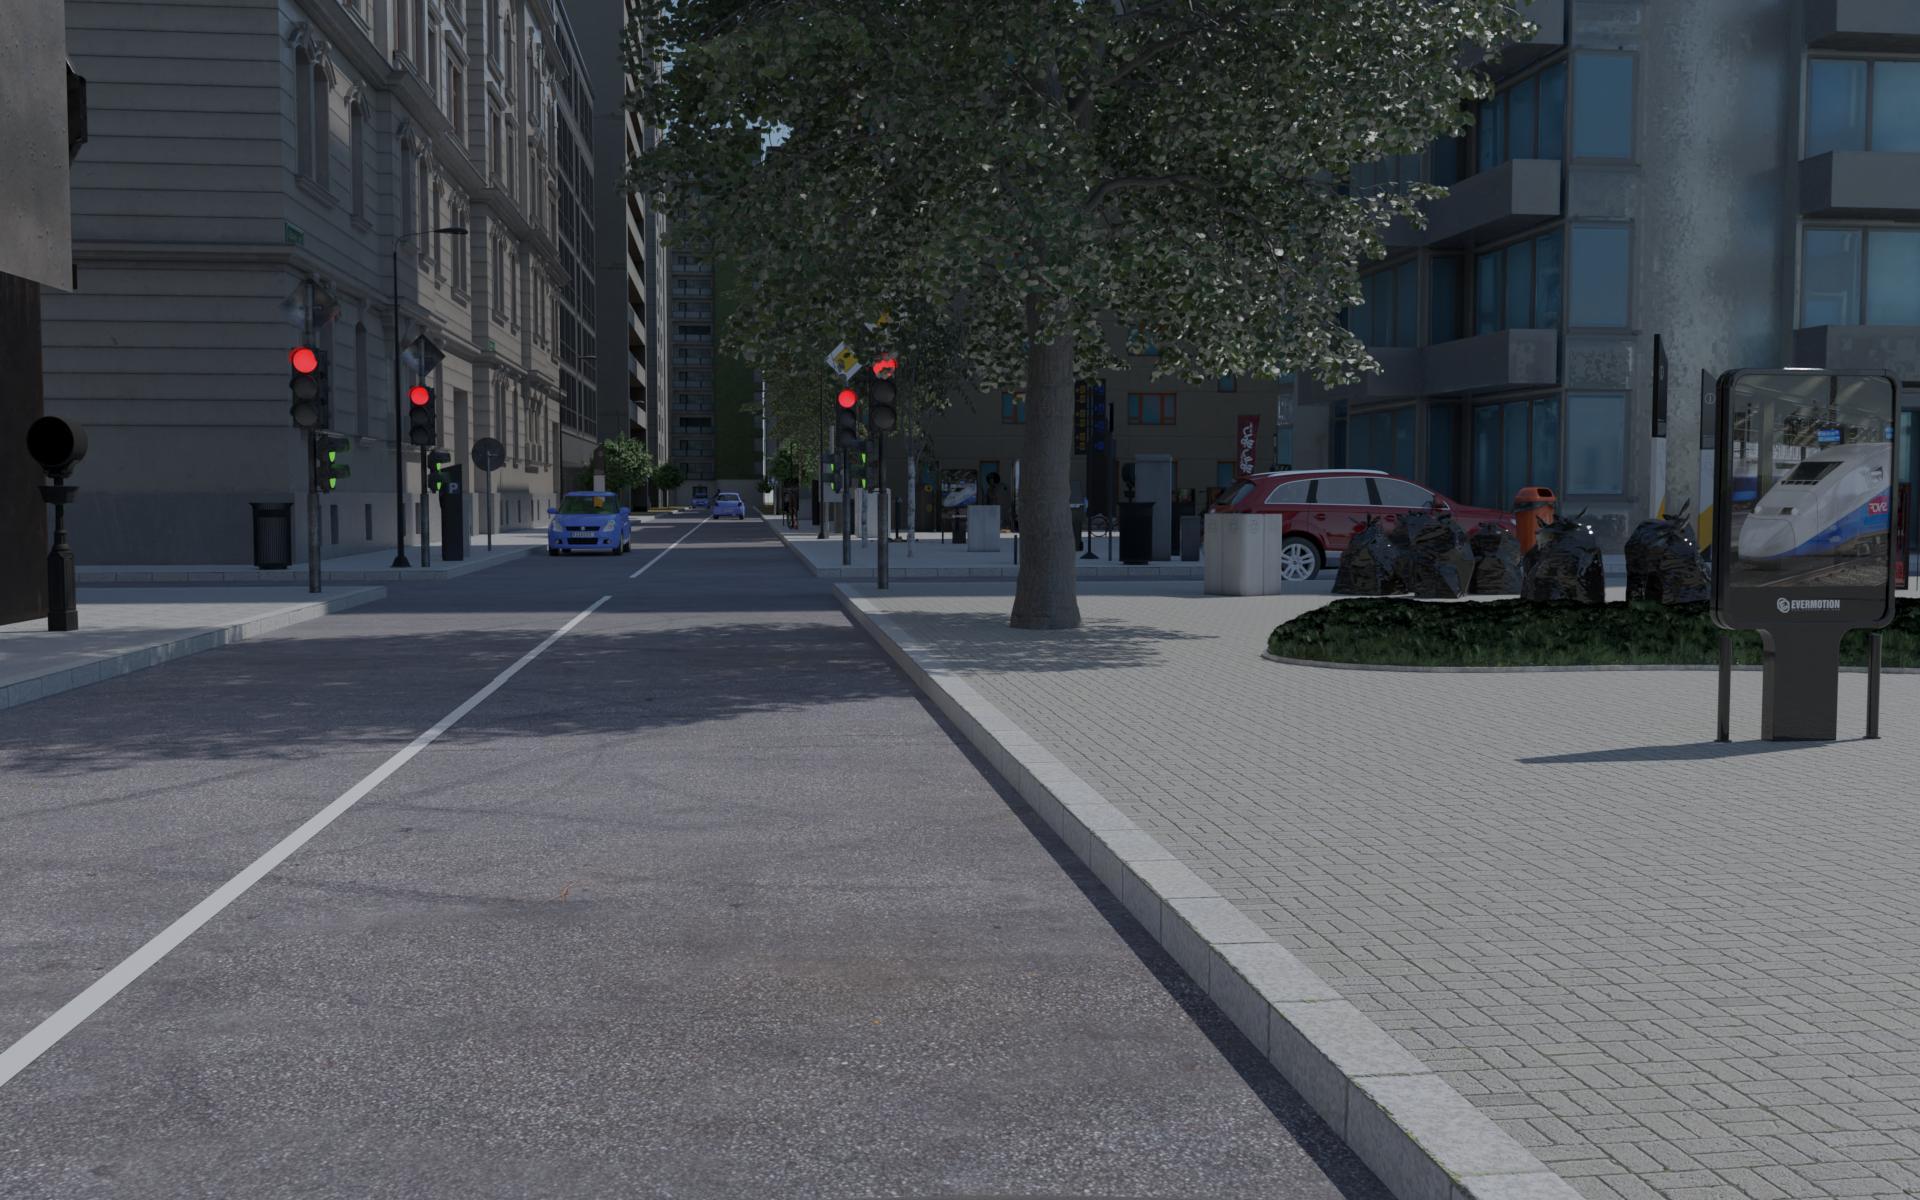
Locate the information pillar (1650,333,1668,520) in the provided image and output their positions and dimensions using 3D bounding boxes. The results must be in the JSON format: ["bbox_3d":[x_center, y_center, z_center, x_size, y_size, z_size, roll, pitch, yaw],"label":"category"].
[{"bbox_3d":[10.292,-2.090,25.531,0.183,3.616,0.504,3,4,37],"label":"information pillar"}]

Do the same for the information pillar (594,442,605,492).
[{"bbox_3d":[-16.040,-5.245,77.106,0.504,3.616,0.183,0,4,0],"label":"information pillar"}]

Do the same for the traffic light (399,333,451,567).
[{"bbox_3d":[-9.370,-2.532,30.314,0.839,4.253,0.868,0,4,-7],"label":"traffic light"}]

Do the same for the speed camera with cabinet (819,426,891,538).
[{"bbox_3d":[-3.081,-3.441,50.604,2.038,3.252,0.660,-1,4,-11],"label":"speed camera with cabinet"}]

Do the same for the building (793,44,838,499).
[{"bbox_3d":[-4.075,-21.028,115.504,14.160,30.474,14.107,0,4,-7],"label":"building"}]

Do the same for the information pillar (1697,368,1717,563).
[{"bbox_3d":[14.048,-2.509,32.373,0.504,3.616,0.183,0,4,-4],"label":"information pillar"}]

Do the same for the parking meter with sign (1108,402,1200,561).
[{"bbox_3d":[3.703,-2.251,33.071,1.738,3.016,0.543,0,4,2],"label":"parking meter with sign"}]

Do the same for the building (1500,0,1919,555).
[{"bbox_3d":[24.018,-26.067,45.811,30.456,49.044,23.786,0,4,-7],"label":"building"}]

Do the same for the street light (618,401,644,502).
[{"bbox_3d":[-16.492,-6.978,86.629,1.470,5.913,1.316,0,4,-7],"label":"street light"}]

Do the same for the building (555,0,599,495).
[{"bbox_3d":[-26.559,-18.011,87.988,14.314,27.812,24.014,0,4,-7],"label":"building"}]

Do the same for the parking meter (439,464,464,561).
[{"bbox_3d":[-9.756,-1.681,33.200,0.399,1.863,0.255,-2,4,-33],"label":"parking meter"}]

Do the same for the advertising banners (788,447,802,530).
[{"bbox_3d":[-5.942,-4.056,62.500,0.090,3.025,2.074,-1,4,-18],"label":"advertising banners"}]

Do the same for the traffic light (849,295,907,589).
[{"bbox_3d":[-1.062,-2.105,23.334,0.839,4.253,0.868,0,4,-7],"label":"traffic light"}]

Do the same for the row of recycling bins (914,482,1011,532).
[{"bbox_3d":[-0.017,-3.168,58.904,3.534,1.692,1.069,-1,4,-13],"label":"row of recycling bins"}]

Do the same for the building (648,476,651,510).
[{"bbox_3d":[-41.187,-27.155,135.872,32.217,40.220,23.993,0,4,-7],"label":"building"}]

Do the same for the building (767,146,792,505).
[{"bbox_3d":[-15.333,-31.446,197.740,14.086,41.232,14.154,0,4,-7],"label":"building"}]

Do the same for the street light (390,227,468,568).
[{"bbox_3d":[-9.252,-3.528,30.220,1.470,5.913,1.316,0,4,-7],"label":"street light"}]

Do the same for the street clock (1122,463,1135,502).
[{"bbox_3d":[3.935,-2.166,39.987,0.358,2.002,0.471,2,4,34],"label":"street clock"}]

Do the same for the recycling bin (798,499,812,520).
[{"bbox_3d":[-7.691,-4.471,85.663,0.722,1.027,0.722,-1,4,-9],"label":"recycling bin"}]

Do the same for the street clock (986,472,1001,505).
[{"bbox_3d":[1.069,-3.131,55.764,0.471,2.002,0.358,0,4,-1],"label":"street clock"}]

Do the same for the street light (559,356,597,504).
[{"bbox_3d":[-12.898,-5.248,58.342,1.470,5.913,1.316,0,4,-7],"label":"street light"}]

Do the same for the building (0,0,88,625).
[{"bbox_3d":[-17.116,-8.799,11.320,16.811,18.784,16.820,0,4,-7],"label":"building"}]

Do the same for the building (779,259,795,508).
[{"bbox_3d":[-0.007,-17.952,138.556,27.650,21.520,28.899,0,4,-7],"label":"building"}]

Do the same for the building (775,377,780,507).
[{"bbox_3d":[-3.761,-19.731,167.637,27.650,21.520,28.899,0,4,-7],"label":"building"}]

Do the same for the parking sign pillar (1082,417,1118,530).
[{"bbox_3d":[5.032,-4.476,61.662,1.447,3.967,1.447,-2,4,-29],"label":"parking sign pillar"}]

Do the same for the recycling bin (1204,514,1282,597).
[{"bbox_3d":[3.601,-0.581,22.061,0.722,1.027,0.722,-3,4,-37],"label":"recycling bin"}]

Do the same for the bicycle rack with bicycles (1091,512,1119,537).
[{"bbox_3d":[5.597,-2.366,52.059,2.925,0.926,2.852,1,4,22],"label":"bicycle rack with bicycles"}]

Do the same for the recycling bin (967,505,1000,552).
[{"bbox_3d":[0.525,-1.593,38.598,0.722,1.027,0.722,0,4,0],"label":"recycling bin"}]

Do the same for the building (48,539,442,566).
[{"bbox_3d":[-19.625,-15.501,40.825,14.401,28.519,23.554,0,4,-7],"label":"building"}]

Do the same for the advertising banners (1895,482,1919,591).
[{"bbox_3d":[12.668,-1.659,23.320,0.090,3.025,2.074,0,4,2],"label":"advertising banners"}]

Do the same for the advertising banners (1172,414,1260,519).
[{"bbox_3d":[5.710,-2.599,38.676,2.074,3.025,0.090,2,4,32],"label":"advertising banners"}]

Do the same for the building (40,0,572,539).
[{"bbox_3d":[-22.293,-16.929,64.186,14.401,28.519,23.554,0,4,-7],"label":"building"}]

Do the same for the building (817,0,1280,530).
[{"bbox_3d":[8.040,-14.228,77.670,27.650,21.520,28.899,0,4,-7],"label":"building"}]

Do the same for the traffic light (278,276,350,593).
[{"bbox_3d":[-8.362,-2.047,22.393,0.839,4.253,0.868,0,4,-7],"label":"traffic light"}]

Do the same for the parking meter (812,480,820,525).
[{"bbox_3d":[-5.909,-3.998,71.071,0.255,1.863,0.399,1,4,9],"label":"parking meter"}]

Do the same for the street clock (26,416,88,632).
[{"bbox_3d":[-8.419,-0.711,16.199,0.471,2.002,0.358,0,4,5],"label":"street clock"}]

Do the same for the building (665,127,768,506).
[{"bbox_3d":[-29.324,-31.347,196.109,14.086,41.232,14.154,0,4,-7],"label":"building"}]

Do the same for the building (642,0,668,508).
[{"bbox_3d":[-39.076,-44.511,166.003,20.611,71.187,20.563,0,4,-7],"label":"building"}]

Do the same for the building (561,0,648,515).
[{"bbox_3d":[-32.059,-29.952,113.419,21.300,48.544,21.600,0,4,-7],"label":"building"}]

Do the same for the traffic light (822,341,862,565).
[{"bbox_3d":[-2.069,-2.589,31.256,0.839,4.253,0.868,0,4,-7],"label":"traffic light"}]
